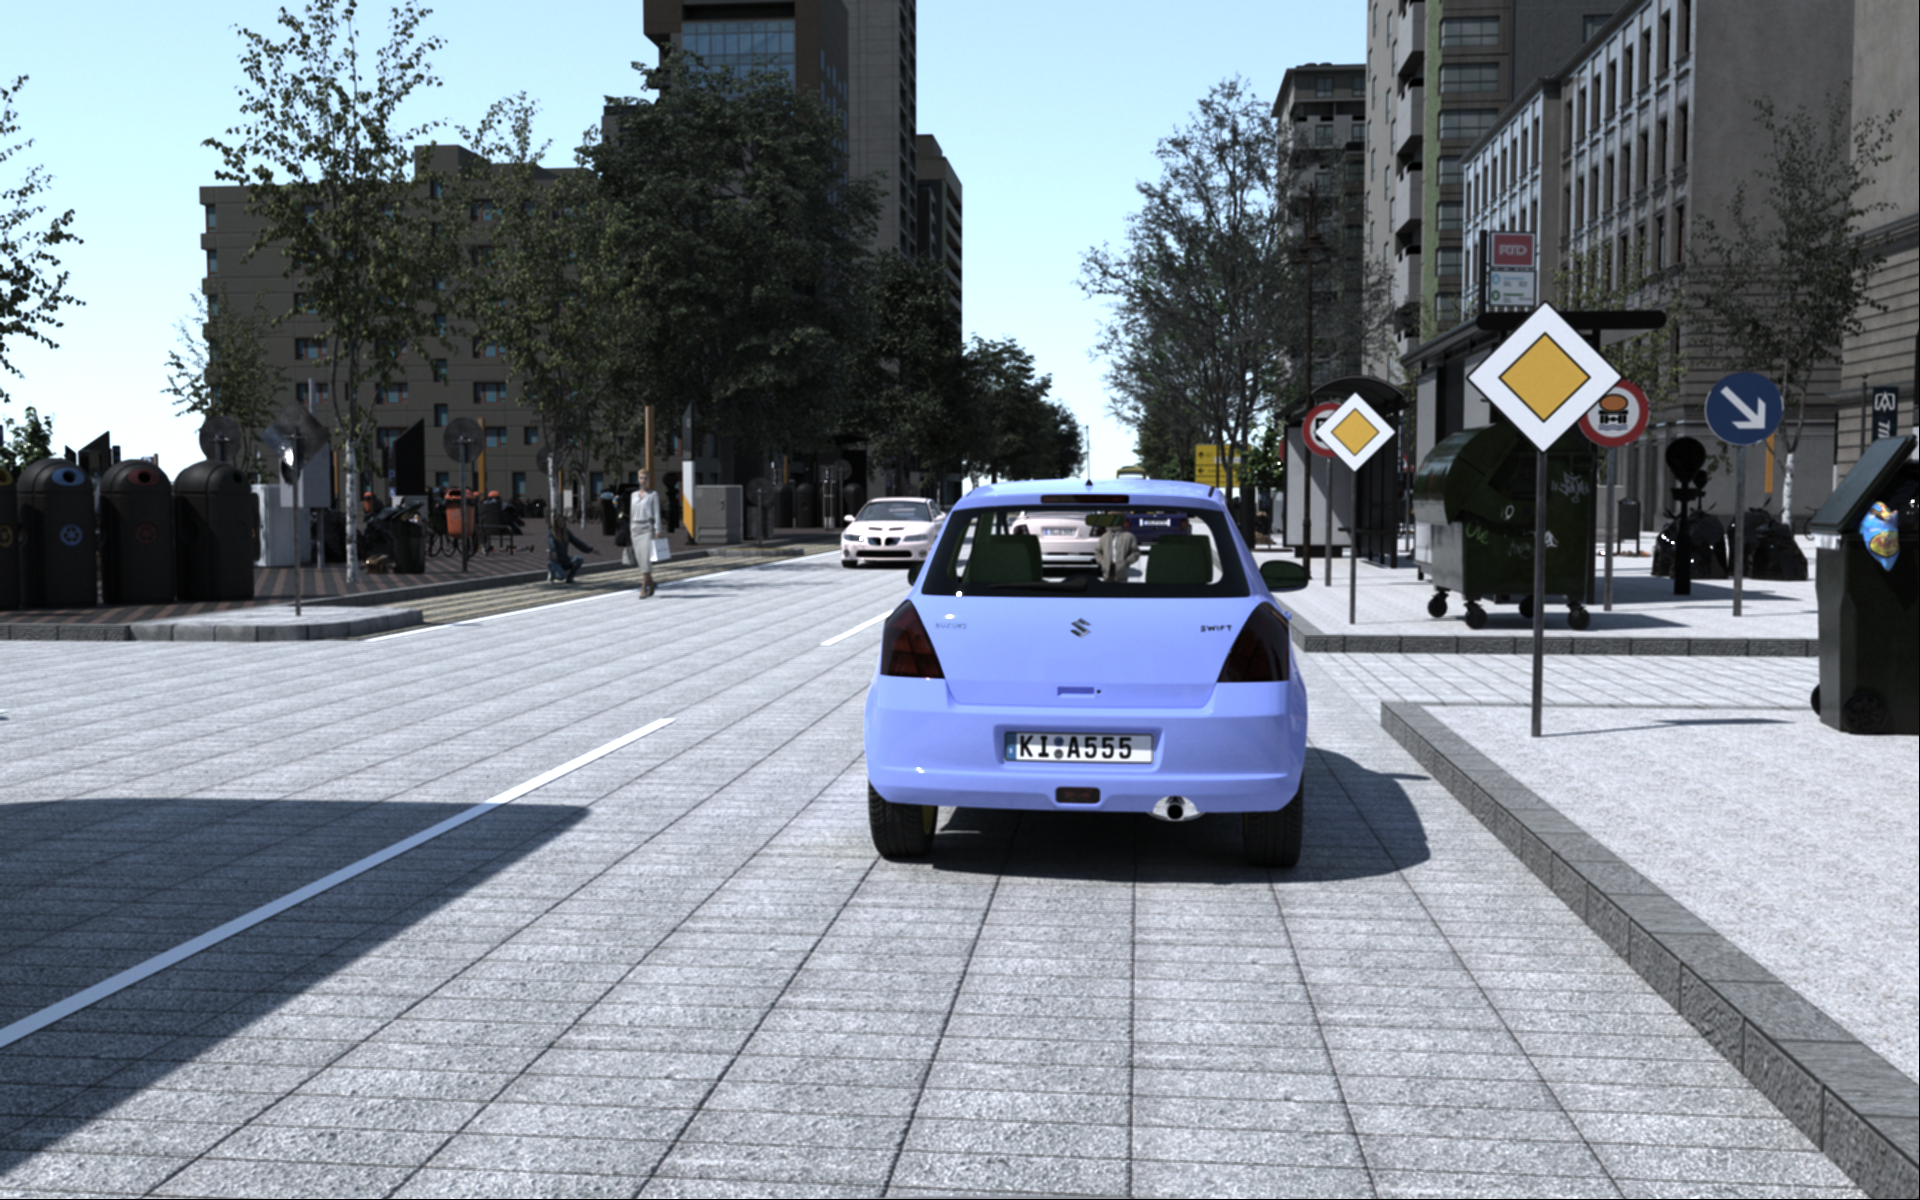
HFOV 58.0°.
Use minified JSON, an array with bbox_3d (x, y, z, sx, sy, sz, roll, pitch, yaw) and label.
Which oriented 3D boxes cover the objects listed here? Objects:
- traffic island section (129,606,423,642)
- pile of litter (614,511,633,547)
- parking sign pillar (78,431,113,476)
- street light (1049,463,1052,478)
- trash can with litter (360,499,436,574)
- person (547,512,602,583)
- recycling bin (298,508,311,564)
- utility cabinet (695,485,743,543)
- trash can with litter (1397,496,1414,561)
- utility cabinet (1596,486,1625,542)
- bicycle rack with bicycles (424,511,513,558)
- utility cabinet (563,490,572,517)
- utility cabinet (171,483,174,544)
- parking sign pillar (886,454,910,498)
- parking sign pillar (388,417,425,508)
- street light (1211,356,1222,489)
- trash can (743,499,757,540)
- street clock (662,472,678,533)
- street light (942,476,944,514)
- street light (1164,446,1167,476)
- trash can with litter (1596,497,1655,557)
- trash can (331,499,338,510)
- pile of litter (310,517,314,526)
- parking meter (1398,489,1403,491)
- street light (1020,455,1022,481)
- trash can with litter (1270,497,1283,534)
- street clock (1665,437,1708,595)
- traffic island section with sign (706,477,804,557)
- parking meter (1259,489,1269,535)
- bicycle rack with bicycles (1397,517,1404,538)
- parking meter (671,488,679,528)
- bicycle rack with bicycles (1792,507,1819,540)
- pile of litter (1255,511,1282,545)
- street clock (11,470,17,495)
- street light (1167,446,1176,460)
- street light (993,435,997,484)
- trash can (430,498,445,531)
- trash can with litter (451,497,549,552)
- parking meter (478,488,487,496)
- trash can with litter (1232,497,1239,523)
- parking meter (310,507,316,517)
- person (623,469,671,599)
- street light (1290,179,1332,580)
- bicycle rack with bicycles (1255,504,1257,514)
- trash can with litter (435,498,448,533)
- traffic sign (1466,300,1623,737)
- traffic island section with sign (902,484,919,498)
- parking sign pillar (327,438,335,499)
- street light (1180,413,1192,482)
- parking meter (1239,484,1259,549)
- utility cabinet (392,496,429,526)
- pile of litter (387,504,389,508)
[{"bbox_3d":[-6.989,0.247,18.239,2.009,0.180,2.903,0,4,6],"label":"traffic island section"},{"bbox_3d":[-8.059,-1.772,42.934,1.176,0.858,1.719,0,4,3],"label":"pile of litter"},{"bbox_3d":[-36.778,-5.215,73.744,1.447,3.967,1.447,0,4,-2],"label":"parking sign pillar"},{"bbox_3d":[10.953,-14.491,209.718,0.468,5.910,1.993,0,4,6],"label":"street light"},{"bbox_3d":[-9.113,-1.008,27.875,1.055,1.170,0.624,0,4,-1],"label":"trash can with litter"},{"bbox_3d":[-6.226,-0.835,27.650,1.012,1.151,0.738,-3,5,-41],"label":"person"},{"bbox_3d":[-12.357,-1.167,31.631,0.722,1.027,0.722,0,4,8],"label":"recycling bin"},{"bbox_3d":[-6.187,-2.190,44.478,1.173,1.500,0.318,0,4,1],"label":"utility cabinet"},{"bbox_3d":[9.680,-1.400,33.944,2.233,1.210,1.678,1,4,13],"label":"trash can with litter"},{"bbox_3d":[16.856,-2.255,45.549,1.173,1.500,0.318,0,4,-4],"label":"utility cabinet"},{"bbox_3d":[-10.577,-1.380,35.937,2.852,0.926,2.925,-3,5,-40],"label":"bicycle rack with bicycles"},{"bbox_3d":[-21.503,-5.303,95.389,1.173,1.500,0.318,3,5,41],"label":"utility cabinet"},{"bbox_3d":[-15.641,-1.611,35.023,0.318,1.500,1.173,1,4,16],"label":"utility cabinet"},{"bbox_3d":[-3.279,-6.282,91.188,1.447,3.967,1.447,2,4,35],"label":"parking sign pillar"},{"bbox_3d":[-19.319,-4.403,60.460,1.447,3.967,1.447,2,4,31],"label":"parking sign pillar"},{"bbox_3d":[8.662,-5.221,58.156,0.468,5.910,1.993,0,4,6],"label":"street light"},{"bbox_3d":[-5.979,-2.245,48.353,0.748,1.137,0.748,0,3,0],"label":"trash can"},{"bbox_3d":[-9.591,-3.229,57.365,0.471,2.002,0.358,-2,4,-34],"label":"street clock"},{"bbox_3d":[-0.938,-7.456,94.691,0.468,5.910,1.993,0,4,6],"label":"street light"},{"bbox_3d":[19.938,-11.909,167.494,0.468,5.910,1.993,0,4,6],"label":"street light"},{"bbox_3d":[13.684,-1.527,36.022,1.678,1.210,2.233,-2,4,-26],"label":"trash can with litter"},{"bbox_3d":[-20.371,-2.696,55.741,0.748,1.137,0.748,0,3,0],"label":"trash can"},{"bbox_3d":[-16.920,-1.781,43.077,1.719,0.858,1.176,2,4,31],"label":"pile of litter"},{"bbox_3d":[21.401,-4.615,83.864,0.372,1.533,0.369,0,3,0],"label":"parking meter"},{"bbox_3d":[5.705,-11.444,159.900,0.468,5.910,1.993,0,4,6],"label":"street light"},{"bbox_3d":[10.266,-2.773,56.390,1.678,1.210,2.233,2,4,27],"label":"trash can with litter"},{"bbox_3d":[9.237,-1.072,22.090,0.471,2.002,0.358,2,4,25],"label":"street clock"},{"bbox_3d":[-4.697,-1.932,40.216,1.989,1.847,2.006,0,4,6],"label":"traffic island section with sign"},{"bbox_3d":[9.504,-2.796,54.118,0.372,1.533,0.369,0,3,0],"label":"parking meter"},{"bbox_3d":[11.618,-2.331,51.501,2.852,0.926,2.925,0,4,-6],"label":"bicycle rack with bicycles"},{"bbox_3d":[-10.795,-3.486,65.414,0.372,1.533,0.369,0,3,0],"label":"parking meter"},{"bbox_3d":[24.498,-2.103,47.758,2.925,0.926,2.852,-3,4,-38],"label":"bicycle rack with bicycles"},{"bbox_3d":[7.477,-1.856,44.303,1.176,0.858,1.719,-1,4,-22],"label":"pile of litter"},{"bbox_3d":[-23.612,-2.388,43.616,0.358,2.002,0.471,3,5,42],"label":"street clock"},{"bbox_3d":[16.581,-9.919,134.968,0.468,5.910,1.993,0,4,6],"label":"street light"},{"bbox_3d":[2.506,-9.466,127.564,0.468,5.910,1.993,0,4,6],"label":"street light"},{"bbox_3d":[-17.151,-2.797,57.388,0.748,1.137,0.748,0,3,0],"label":"trash can"},{"bbox_3d":[-10.240,-1.701,38.865,2.233,1.210,1.678,1,4,19],"label":"trash can with litter"},{"bbox_3d":[-19.639,-3.844,71.262,0.372,1.533,0.369,0,3,0],"label":"parking meter"},{"bbox_3d":[11.897,-3.950,75.964,1.055,1.170,0.624,-2,4,-32],"label":"trash can with litter"},{"bbox_3d":[-17.739,-2.382,47.349,0.372,1.533,0.369,0,3,0],"label":"parking meter"},{"bbox_3d":[-4.311,-0.923,23.937,0.694,1.780,0.624,3,4,36],"label":"person"},{"bbox_3d":[5.204,-3.245,25.847,0.468,5.910,1.993,0,4,6],"label":"street light"},{"bbox_3d":[14.328,-4.728,90.685,2.925,0.926,2.852,1,4,19],"label":"bicycle rack with bicycles"},{"bbox_3d":[-16.455,-2.722,55.884,1.055,1.170,0.624,1,4,18],"label":"trash can with litter"},{"bbox_3d":[3.042,-0.333,9.088,0.795,2.450,0.064,0,4,6],"label":"traffic sign"},{"bbox_3d":[-1.904,-3.572,67.026,1.989,1.847,2.006,0,4,6],"label":"traffic island section with sign"},{"bbox_3d":[-28.528,-5.419,77.080,1.447,3.967,1.447,1,4,11],"label":"parking sign pillar"},{"bbox_3d":[12.014,-7.251,91.347,0.468,5.910,1.993,0,4,6],"label":"street light"},{"bbox_3d":[6.650,-1.937,40.083,0.372,1.533,0.369,0,3,0],"label":"parking meter"},{"bbox_3d":[-17.707,-2.739,55.949,1.020,1.237,0.306,-1,4,-18],"label":"utility cabinet"},{"bbox_3d":[-29.231,-4.579,88.839,1.719,0.858,1.176,-1,4,-13],"label":"pile of litter"}]
